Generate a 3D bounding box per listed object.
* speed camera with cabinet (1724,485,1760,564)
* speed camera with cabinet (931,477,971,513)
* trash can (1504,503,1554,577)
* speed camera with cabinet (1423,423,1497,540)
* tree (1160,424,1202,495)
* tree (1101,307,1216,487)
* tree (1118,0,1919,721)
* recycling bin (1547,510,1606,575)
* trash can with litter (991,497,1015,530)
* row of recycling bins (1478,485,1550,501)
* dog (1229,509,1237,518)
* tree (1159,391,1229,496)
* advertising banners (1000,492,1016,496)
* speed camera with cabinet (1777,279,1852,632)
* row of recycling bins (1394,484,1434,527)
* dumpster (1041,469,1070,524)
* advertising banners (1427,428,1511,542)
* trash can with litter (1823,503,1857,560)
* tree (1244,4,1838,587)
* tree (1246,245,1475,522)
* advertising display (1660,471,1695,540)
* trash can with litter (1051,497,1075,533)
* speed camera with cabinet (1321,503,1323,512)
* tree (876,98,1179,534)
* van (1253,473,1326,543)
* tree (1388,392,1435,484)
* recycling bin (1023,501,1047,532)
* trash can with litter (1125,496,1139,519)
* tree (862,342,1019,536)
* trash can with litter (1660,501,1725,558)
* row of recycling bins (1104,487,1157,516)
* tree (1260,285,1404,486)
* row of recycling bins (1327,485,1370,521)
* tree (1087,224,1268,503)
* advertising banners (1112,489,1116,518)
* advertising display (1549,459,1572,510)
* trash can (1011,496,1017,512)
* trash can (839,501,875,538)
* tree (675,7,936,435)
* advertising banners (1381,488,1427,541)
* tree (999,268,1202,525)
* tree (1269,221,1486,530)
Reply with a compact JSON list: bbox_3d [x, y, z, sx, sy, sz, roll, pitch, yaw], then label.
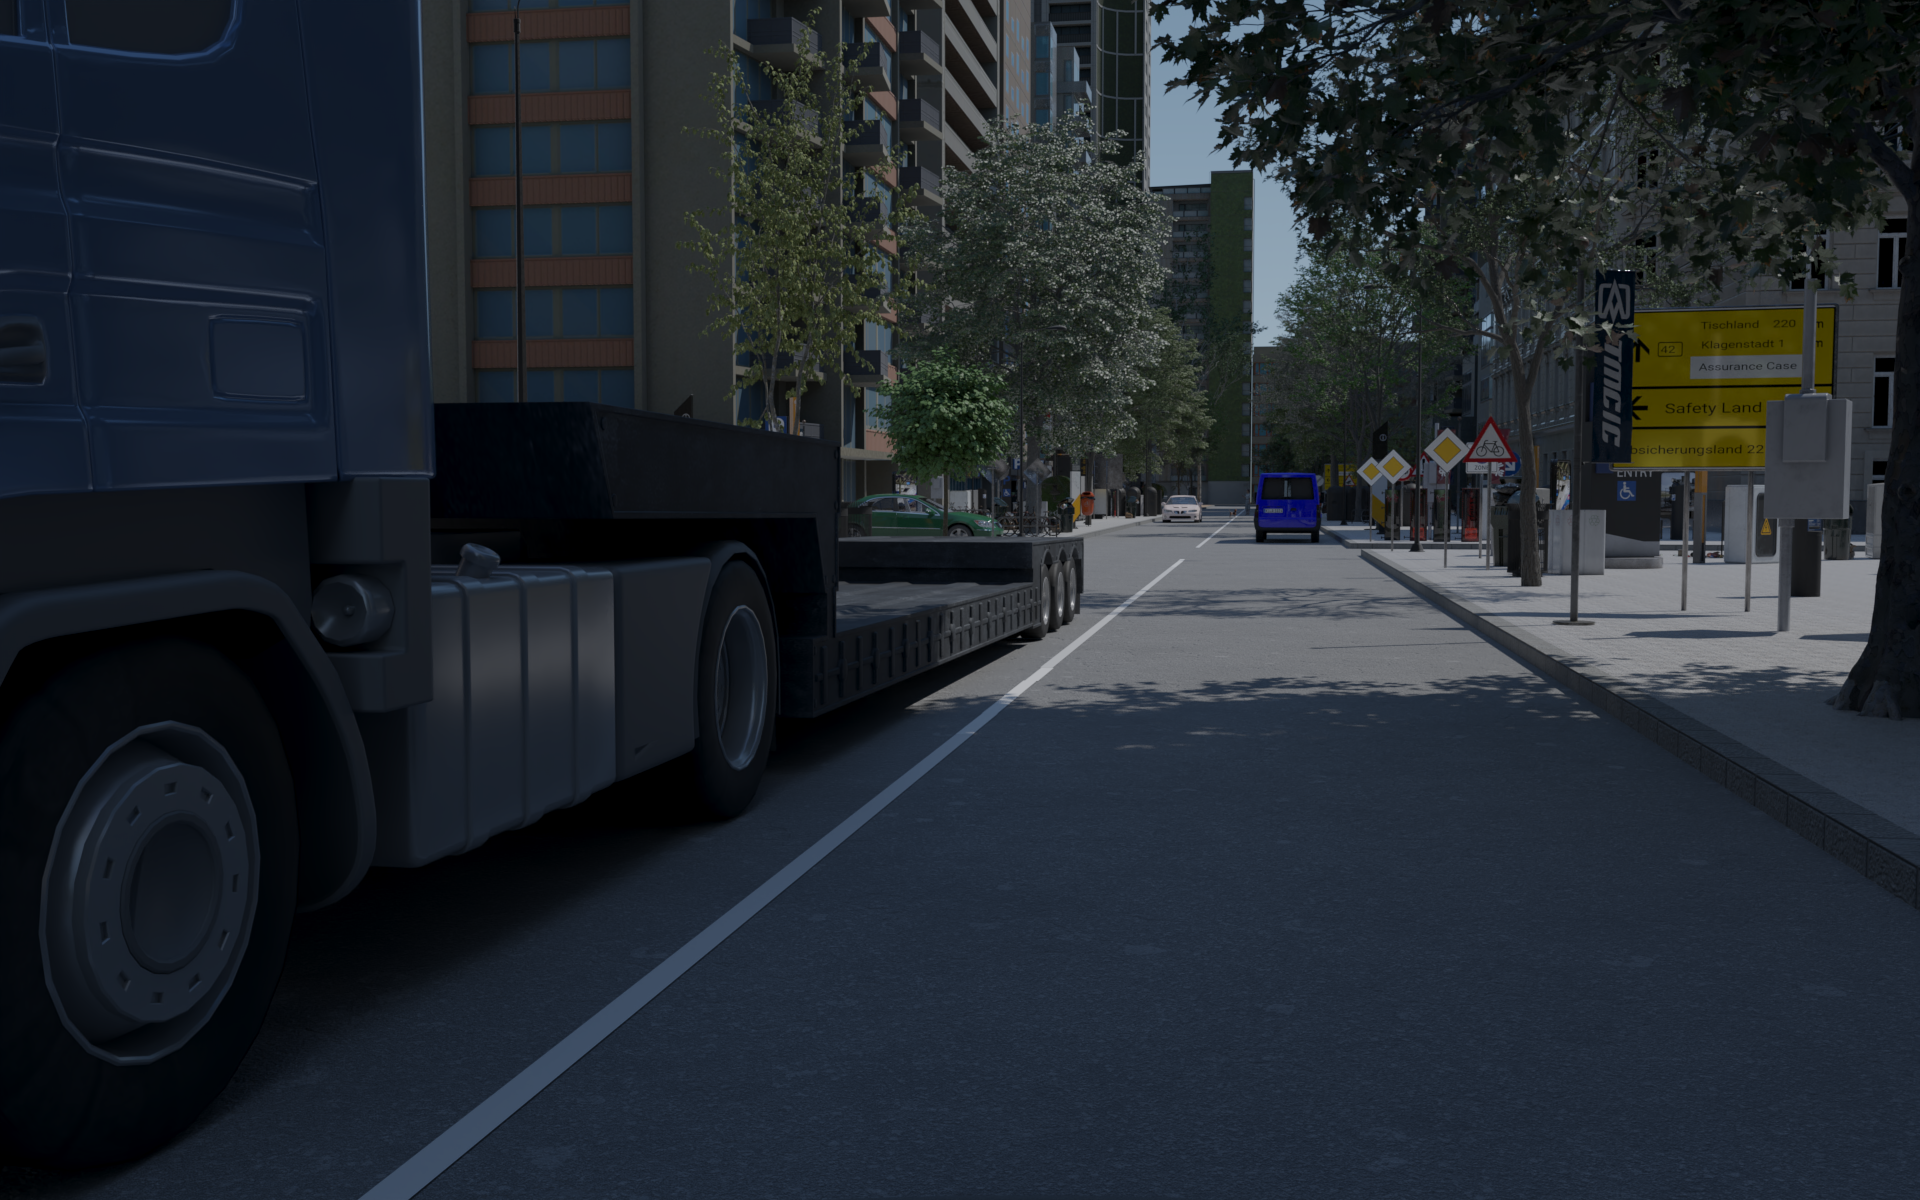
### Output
[{"bbox_3d":[15.119,-2.319,32.245,2.038,3.252,0.660,-2,4,-32],"label":"speed camera with cabinet"},{"bbox_3d":[-0.483,-5.937,91.404,2.038,3.252,0.660,1,4,18],"label":"speed camera with cabinet"},{"bbox_3d":[8.822,-0.932,26.898,0.748,1.137,0.748,0,3,0],"label":"trash can"},{"bbox_3d":[13.986,-3.298,48.255,2.038,3.252,0.660,1,4,19],"label":"speed camera with cabinet"},{"bbox_3d":[20.109,-12.467,154.196,4.360,8.622,3.978,0,3,0],"label":"tree"},{"bbox_3d":[11.570,-11.405,104.599,7.486,12.596,7.792,0,3,0],"label":"tree"},{"bbox_3d":[5.610,-5.668,9.677,9.611,12.733,9.660,0,3,0],"label":"tree"},{"bbox_3d":[9.842,-0.928,27.725,0.722,1.027,0.722,0,4,-3],"label":"recycling bin"},{"bbox_3d":[1.597,-3.071,61.594,1.055,1.170,0.624,3,5,43],"label":"trash can with litter"},{"bbox_3d":[24.505,-4.227,76.220,3.534,1.692,1.069,0,4,3],"label":"row of recycling bins"},{"bbox_3d":[16.533,-5.239,104.952,0.406,0.507,0.540,1,4,19],"label":"dog"},{"bbox_3d":[21.548,-14.444,161.912,9.928,11.665,9.643,0,3,0],"label":"tree"},{"bbox_3d":[3.052,-7.663,121.471,2.074,3.025,0.090,0,4,-5],"label":"advertising banners"},{"bbox_3d":[8.503,-1.313,15.809,2.038,3.252,0.660,2,4,32],"label":"speed camera with cabinet"},{"bbox_3d":[18.448,-3.816,69.503,1.069,1.692,3.534,2,4,31],"label":"row of recycling bins"},{"bbox_3d":[3.731,-3.877,65.877,1.502,2.255,1.985,1,4,10],"label":"dumpster"},{"bbox_3d":[13.607,-3.059,46.195,2.074,3.025,0.090,0,4,3],"label":"advertising banners"},{"bbox_3d":[17.152,-1.375,33.869,0.624,1.170,1.055,3,4,37],"label":"trash can with litter"},{"bbox_3d":[8.037,-5.486,24.114,8.767,10.594,7.601,1,4,11],"label":"tree"},{"bbox_3d":[18.477,-10.345,79.509,12.009,13.543,11.850,0,3,0],"label":"tree"},{"bbox_3d":[20.303,-2.677,48.977,0.974,1.923,0.123,2,4,29],"label":"advertising display"},{"bbox_3d":[3.341,-2.820,57.491,0.624,1.170,1.055,-2,4,-33],"label":"trash can with litter"},{"bbox_3d":[26.177,-7.701,120.249,2.038,3.252,0.660,1,4,21],"label":"speed camera with cabinet"},{"bbox_3d":[2.272,-9.139,56.080,9.857,13.997,8.962,0,3,0],"label":"tree"},{"bbox_3d":[9.992,-2.954,52.681,2.240,2.365,5.245,1,4,11],"label":"van"},{"bbox_3d":[29.761,-10.012,114.061,4.737,8.622,4.395,0,3,0],"label":"tree"},{"bbox_3d":[2.515,-2.836,58.928,0.722,1.027,0.722,-1,4,-21],"label":"recycling bin"},{"bbox_3d":[8.964,-4.842,90.546,0.624,1.170,1.055,1,4,16],"label":"trash can with litter"},{"bbox_3d":[-0.408,-3.291,37.520,4.285,4.588,4.351,0,3,0],"label":"tree"},{"bbox_3d":[15.375,-1.477,35.204,2.233,1.210,1.678,3,4,37],"label":"trash can with litter"},{"bbox_3d":[9.632,-5.668,99.789,3.534,1.692,1.069,1,4,18],"label":"row of recycling bins"},{"bbox_3d":[19.338,-10.598,91.404,7.486,12.596,7.792,0,3,0],"label":"tree"},{"bbox_3d":[19.028,-4.714,84.188,1.069,1.692,3.534,3,5,43],"label":"row of recycling bins"},{"bbox_3d":[14.843,-16.229,121.230,12.611,20.169,13.585,0,3,0],"label":"tree"},{"bbox_3d":[8.518,-6.063,95.320,0.090,3.025,2.074,1,4,10],"label":"advertising banners"},{"bbox_3d":[11.233,-1.664,32.424,0.123,1.923,0.974,2,4,35],"label":"advertising display"},{"bbox_3d":[3.568,-6.297,114.606,0.748,1.137,0.748,0,3,0],"label":"trash can"},{"bbox_3d":[-2.020,-1.355,33.813,0.748,1.137,0.748,0,3,0],"label":"trash can"},{"bbox_3d":[-2.602,-4.704,27.271,4.737,8.622,4.395,0,3,0],"label":"tree"},{"bbox_3d":[12.483,-3.119,47.188,2.074,3.025,0.090,3,4,38],"label":"advertising banners"},{"bbox_3d":[5.207,-8.345,70.859,8.767,10.594,7.601,1,4,11],"label":"tree"},{"bbox_3d":[14.916,-8.305,61.546,9.928,11.665,9.643,0,3,0],"label":"tree"}]
